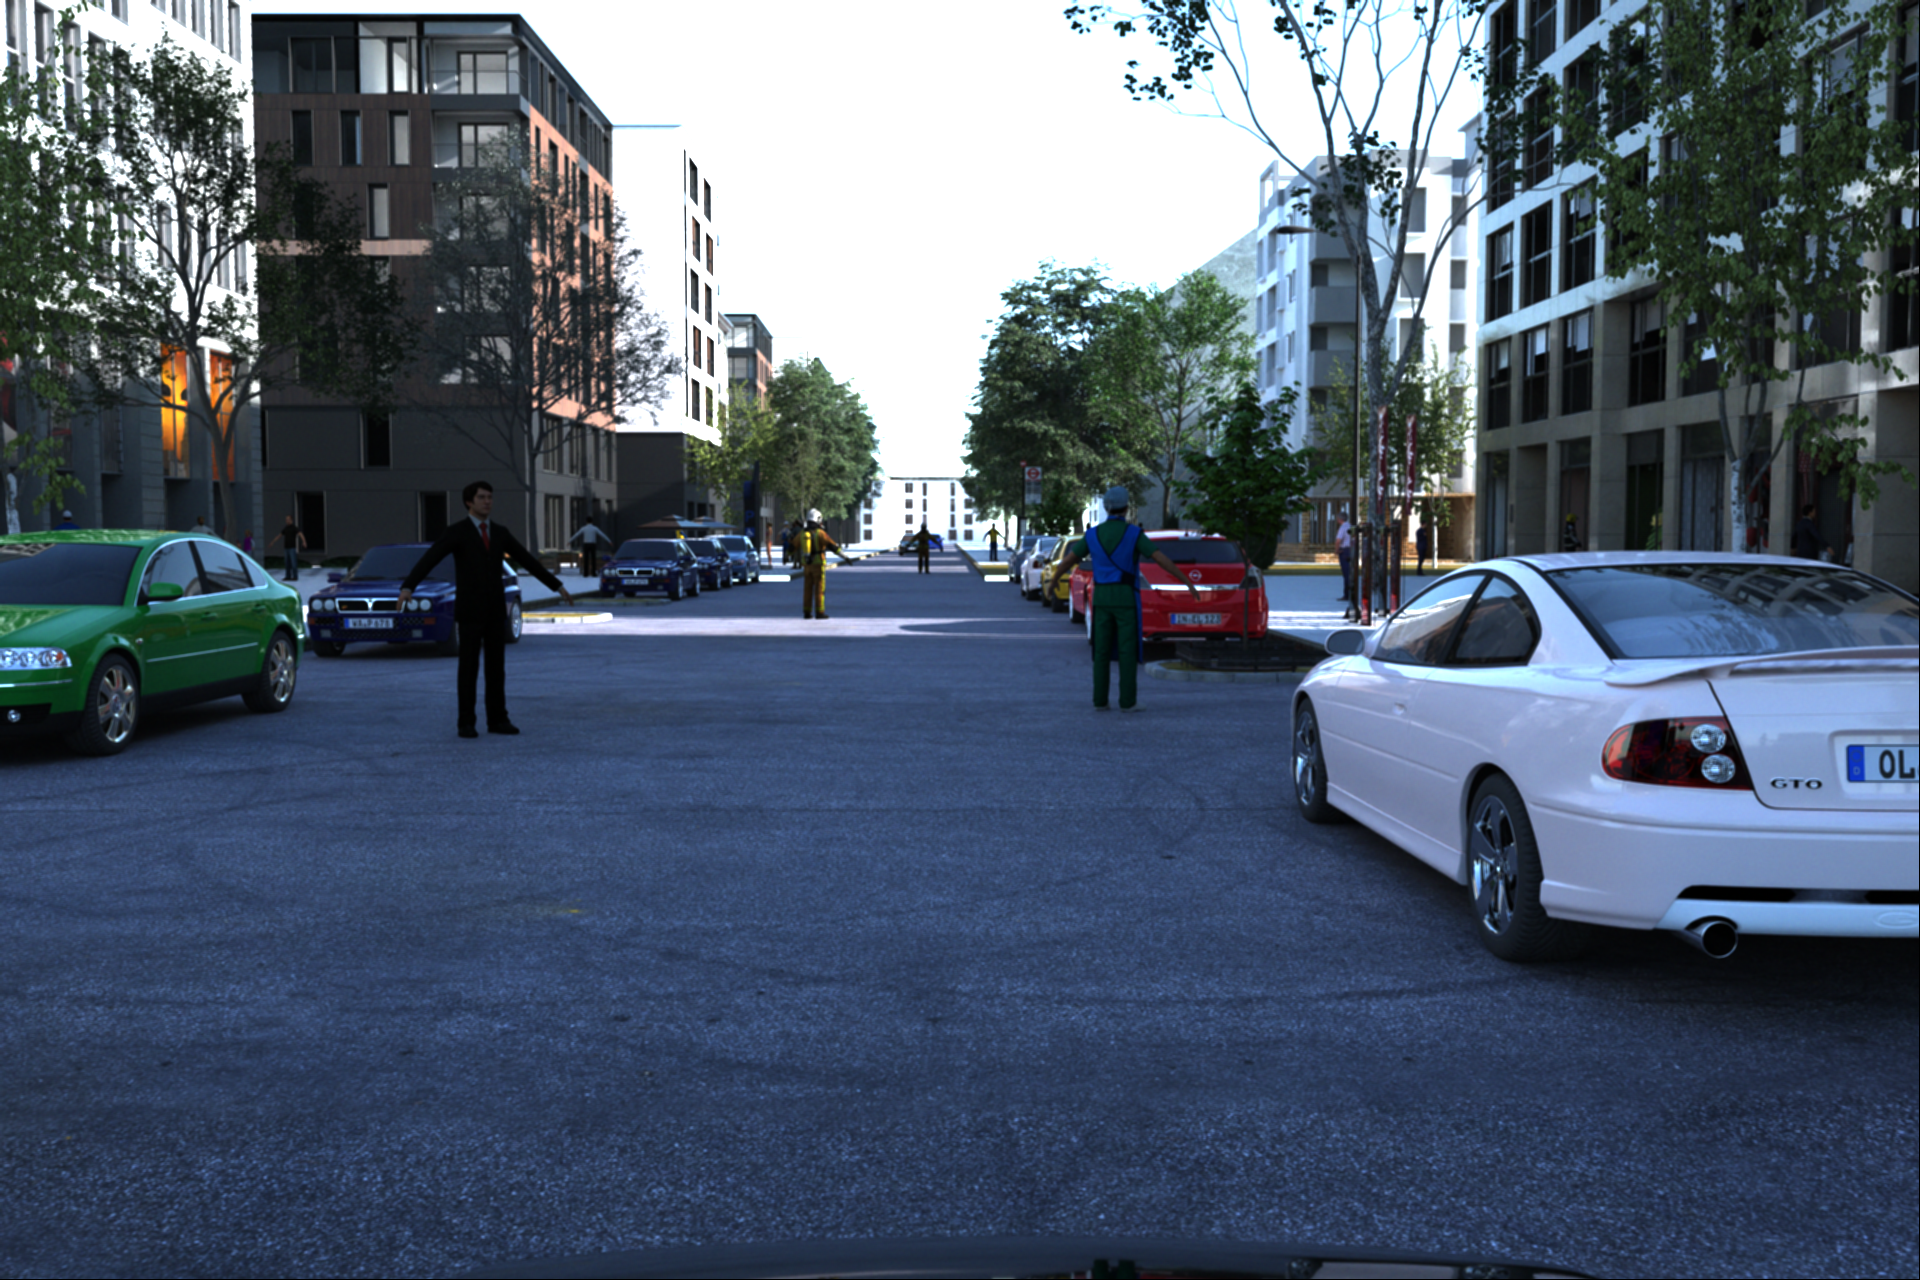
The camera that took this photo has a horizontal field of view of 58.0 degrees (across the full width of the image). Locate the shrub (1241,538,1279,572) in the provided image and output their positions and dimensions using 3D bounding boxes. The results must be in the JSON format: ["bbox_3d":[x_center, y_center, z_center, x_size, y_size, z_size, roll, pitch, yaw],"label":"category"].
[{"bbox_3d":[9.564,-3.209,56.502,1.661,2.075,1.752,0,3,0],"label":"shrub"}]

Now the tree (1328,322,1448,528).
[{"bbox_3d":[14.349,-6.546,57.397,4.737,8.622,4.395,0,3,0],"label":"tree"}]

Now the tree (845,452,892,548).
[{"bbox_3d":[-10.447,-13.722,158.765,8.767,10.594,7.601,0,4,-2],"label":"tree"}]

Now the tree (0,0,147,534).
[{"bbox_3d":[-12.418,-4.395,22.217,4.737,8.622,4.395,0,3,0],"label":"tree"}]

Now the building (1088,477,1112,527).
[{"bbox_3d":[21.314,-16.507,212.031,9.099,9.664,28.070,0,4,-1],"label":"building"}]

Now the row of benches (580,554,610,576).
[{"bbox_3d":[-11.330,-2.356,53.975,1.422,0.672,4.104,-1,4,-18],"label":"row of benches"}]

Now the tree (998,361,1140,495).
[{"bbox_3d":[5.475,-9.511,89.915,8.767,10.594,7.601,0,4,7],"label":"tree"}]

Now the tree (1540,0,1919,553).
[{"bbox_3d":[8.163,-4.132,17.927,4.737,8.622,4.395,0,3,0],"label":"tree"}]

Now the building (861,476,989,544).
[{"bbox_3d":[-9.925,-18.576,248.322,28.070,9.664,9.099,0,4,5],"label":"building"}]

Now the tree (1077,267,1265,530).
[{"bbox_3d":[8.121,-8.645,67.094,9.928,11.665,9.643,0,3,0],"label":"tree"}]

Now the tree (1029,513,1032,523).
[{"bbox_3d":[4.857,-10.478,121.672,4.360,8.622,3.978,0,3,0],"label":"tree"}]

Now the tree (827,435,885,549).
[{"bbox_3d":[-10.259,-13.583,147.833,9.928,11.665,9.643,0,3,0],"label":"tree"}]

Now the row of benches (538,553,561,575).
[{"bbox_3d":[-13.247,-2.462,55.721,1.422,0.672,4.104,-1,4,-11],"label":"row of benches"}]

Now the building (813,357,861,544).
[{"bbox_3d":[-27.027,-22.742,215.798,27.936,21.610,32.646,0,4,-1],"label":"building"}]

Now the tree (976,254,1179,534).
[{"bbox_3d":[5.246,-10.459,77.662,9.857,13.997,8.962,0,3,0],"label":"tree"}]

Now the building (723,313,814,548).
[{"bbox_3d":[-29.770,-20.344,176.600,27.936,21.610,32.646,0,4,-1],"label":"building"}]

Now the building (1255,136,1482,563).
[{"bbox_3d":[20.437,-14.213,88.800,16.016,20.090,11.380,0,4,-1],"label":"building"}]

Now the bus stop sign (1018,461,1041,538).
[{"bbox_3d":[2.519,-4.535,62.854,0.855,3.939,0.416,0,4,-1],"label":"bus stop sign"}]

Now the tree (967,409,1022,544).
[{"bbox_3d":[4.584,-12.590,131.604,9.928,11.665,9.643,0,3,0],"label":"tree"}]

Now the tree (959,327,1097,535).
[{"bbox_3d":[4.799,-12.120,104.817,9.857,13.997,8.962,0,3,0],"label":"tree"}]

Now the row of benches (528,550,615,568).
[{"bbox_3d":[-15.132,-3.065,65.569,4.104,0.672,1.422,1,4,11],"label":"row of benches"}]

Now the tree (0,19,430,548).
[{"bbox_3d":[-13.516,-5.947,31.641,7.601,10.594,8.767,2,4,33],"label":"tree"}]

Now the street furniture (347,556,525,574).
[{"bbox_3d":[-17.497,-2.664,59.179,5.734,0.657,10.072,0,4,-7],"label":"street furniture"}]

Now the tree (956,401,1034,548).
[{"bbox_3d":[4.233,-15.425,158.846,9.857,13.997,8.962,0,3,0],"label":"tree"}]

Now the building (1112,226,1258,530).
[{"bbox_3d":[21.502,-18.248,129.276,19.493,23.208,18.063,0,3,0],"label":"building"}]

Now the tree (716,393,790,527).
[{"bbox_3d":[-10.769,-8.594,90.872,4.737,8.622,4.395,0,3,0],"label":"tree"}]

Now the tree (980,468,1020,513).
[{"bbox_3d":[5.064,-13.344,143.923,9.928,11.665,9.643,0,3,0],"label":"tree"}]

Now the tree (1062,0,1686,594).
[{"bbox_3d":[8.449,-10.964,35.144,12.611,20.169,13.585,0,3,0],"label":"tree"}]

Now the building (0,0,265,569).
[{"bbox_3d":[-29.693,-16.361,44.996,11.434,29.767,29.804,0,4,0],"label":"building"}]

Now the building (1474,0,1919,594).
[{"bbox_3d":[27.658,-14.673,43.097,19.350,26.588,34.151,0,3,0],"label":"building"}]

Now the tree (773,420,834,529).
[{"bbox_3d":[-10.028,-9.856,111.502,4.360,8.622,3.978,0,3,0],"label":"tree"}]

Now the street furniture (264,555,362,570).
[{"bbox_3d":[-26.675,-2.990,64.519,10.072,0.657,5.734,0,4,8],"label":"street furniture"}]

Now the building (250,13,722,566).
[{"bbox_3d":[-27.817,-14.721,84.671,27.936,21.610,32.646,0,4,0],"label":"building"}]

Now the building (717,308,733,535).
[{"bbox_3d":[-25.966,-17.473,116.605,19.493,23.208,18.063,0,4,-1],"label":"building"}]

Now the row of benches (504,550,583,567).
[{"bbox_3d":[-16.825,-3.187,67.571,4.104,0.672,1.422,0,4,0],"label":"row of benches"}]

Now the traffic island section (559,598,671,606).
[{"bbox_3d":[-6.959,-0.761,35.306,1.991,0.108,1.994,0,4,1],"label":"traffic island section"}]

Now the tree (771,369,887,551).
[{"bbox_3d":[-10.107,-13.689,130.477,9.857,13.997,8.962,0,3,0],"label":"tree"}]

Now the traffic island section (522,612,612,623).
[{"bbox_3d":[-6.886,-0.367,28.868,1.991,0.108,1.994,0,4,-1],"label":"traffic island section"}]

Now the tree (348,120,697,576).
[{"bbox_3d":[-13.148,-8.694,52.520,12.009,13.543,11.850,0,3,0],"label":"tree"}]

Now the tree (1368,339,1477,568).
[{"bbox_3d":[17.558,-6.983,64.531,4.737,8.622,4.395,0,3,0],"label":"tree"}]

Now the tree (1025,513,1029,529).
[{"bbox_3d":[9.743,-17.941,243.696,4.737,8.622,4.395,0,3,0],"label":"tree"}]

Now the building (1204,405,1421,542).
[{"bbox_3d":[21.544,-10.030,106.131,9.099,9.664,28.070,0,4,0],"label":"building"}]

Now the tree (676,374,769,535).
[{"bbox_3d":[-10.678,-7.848,78.680,4.737,8.622,4.395,0,3,0],"label":"tree"}]

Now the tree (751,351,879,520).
[{"bbox_3d":[-10.102,-13.055,120.096,9.857,13.997,8.962,0,3,0],"label":"tree"}]

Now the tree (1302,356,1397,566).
[{"bbox_3d":[16.025,-7.327,70.164,4.737,8.622,4.395,0,3,0],"label":"tree"}]
